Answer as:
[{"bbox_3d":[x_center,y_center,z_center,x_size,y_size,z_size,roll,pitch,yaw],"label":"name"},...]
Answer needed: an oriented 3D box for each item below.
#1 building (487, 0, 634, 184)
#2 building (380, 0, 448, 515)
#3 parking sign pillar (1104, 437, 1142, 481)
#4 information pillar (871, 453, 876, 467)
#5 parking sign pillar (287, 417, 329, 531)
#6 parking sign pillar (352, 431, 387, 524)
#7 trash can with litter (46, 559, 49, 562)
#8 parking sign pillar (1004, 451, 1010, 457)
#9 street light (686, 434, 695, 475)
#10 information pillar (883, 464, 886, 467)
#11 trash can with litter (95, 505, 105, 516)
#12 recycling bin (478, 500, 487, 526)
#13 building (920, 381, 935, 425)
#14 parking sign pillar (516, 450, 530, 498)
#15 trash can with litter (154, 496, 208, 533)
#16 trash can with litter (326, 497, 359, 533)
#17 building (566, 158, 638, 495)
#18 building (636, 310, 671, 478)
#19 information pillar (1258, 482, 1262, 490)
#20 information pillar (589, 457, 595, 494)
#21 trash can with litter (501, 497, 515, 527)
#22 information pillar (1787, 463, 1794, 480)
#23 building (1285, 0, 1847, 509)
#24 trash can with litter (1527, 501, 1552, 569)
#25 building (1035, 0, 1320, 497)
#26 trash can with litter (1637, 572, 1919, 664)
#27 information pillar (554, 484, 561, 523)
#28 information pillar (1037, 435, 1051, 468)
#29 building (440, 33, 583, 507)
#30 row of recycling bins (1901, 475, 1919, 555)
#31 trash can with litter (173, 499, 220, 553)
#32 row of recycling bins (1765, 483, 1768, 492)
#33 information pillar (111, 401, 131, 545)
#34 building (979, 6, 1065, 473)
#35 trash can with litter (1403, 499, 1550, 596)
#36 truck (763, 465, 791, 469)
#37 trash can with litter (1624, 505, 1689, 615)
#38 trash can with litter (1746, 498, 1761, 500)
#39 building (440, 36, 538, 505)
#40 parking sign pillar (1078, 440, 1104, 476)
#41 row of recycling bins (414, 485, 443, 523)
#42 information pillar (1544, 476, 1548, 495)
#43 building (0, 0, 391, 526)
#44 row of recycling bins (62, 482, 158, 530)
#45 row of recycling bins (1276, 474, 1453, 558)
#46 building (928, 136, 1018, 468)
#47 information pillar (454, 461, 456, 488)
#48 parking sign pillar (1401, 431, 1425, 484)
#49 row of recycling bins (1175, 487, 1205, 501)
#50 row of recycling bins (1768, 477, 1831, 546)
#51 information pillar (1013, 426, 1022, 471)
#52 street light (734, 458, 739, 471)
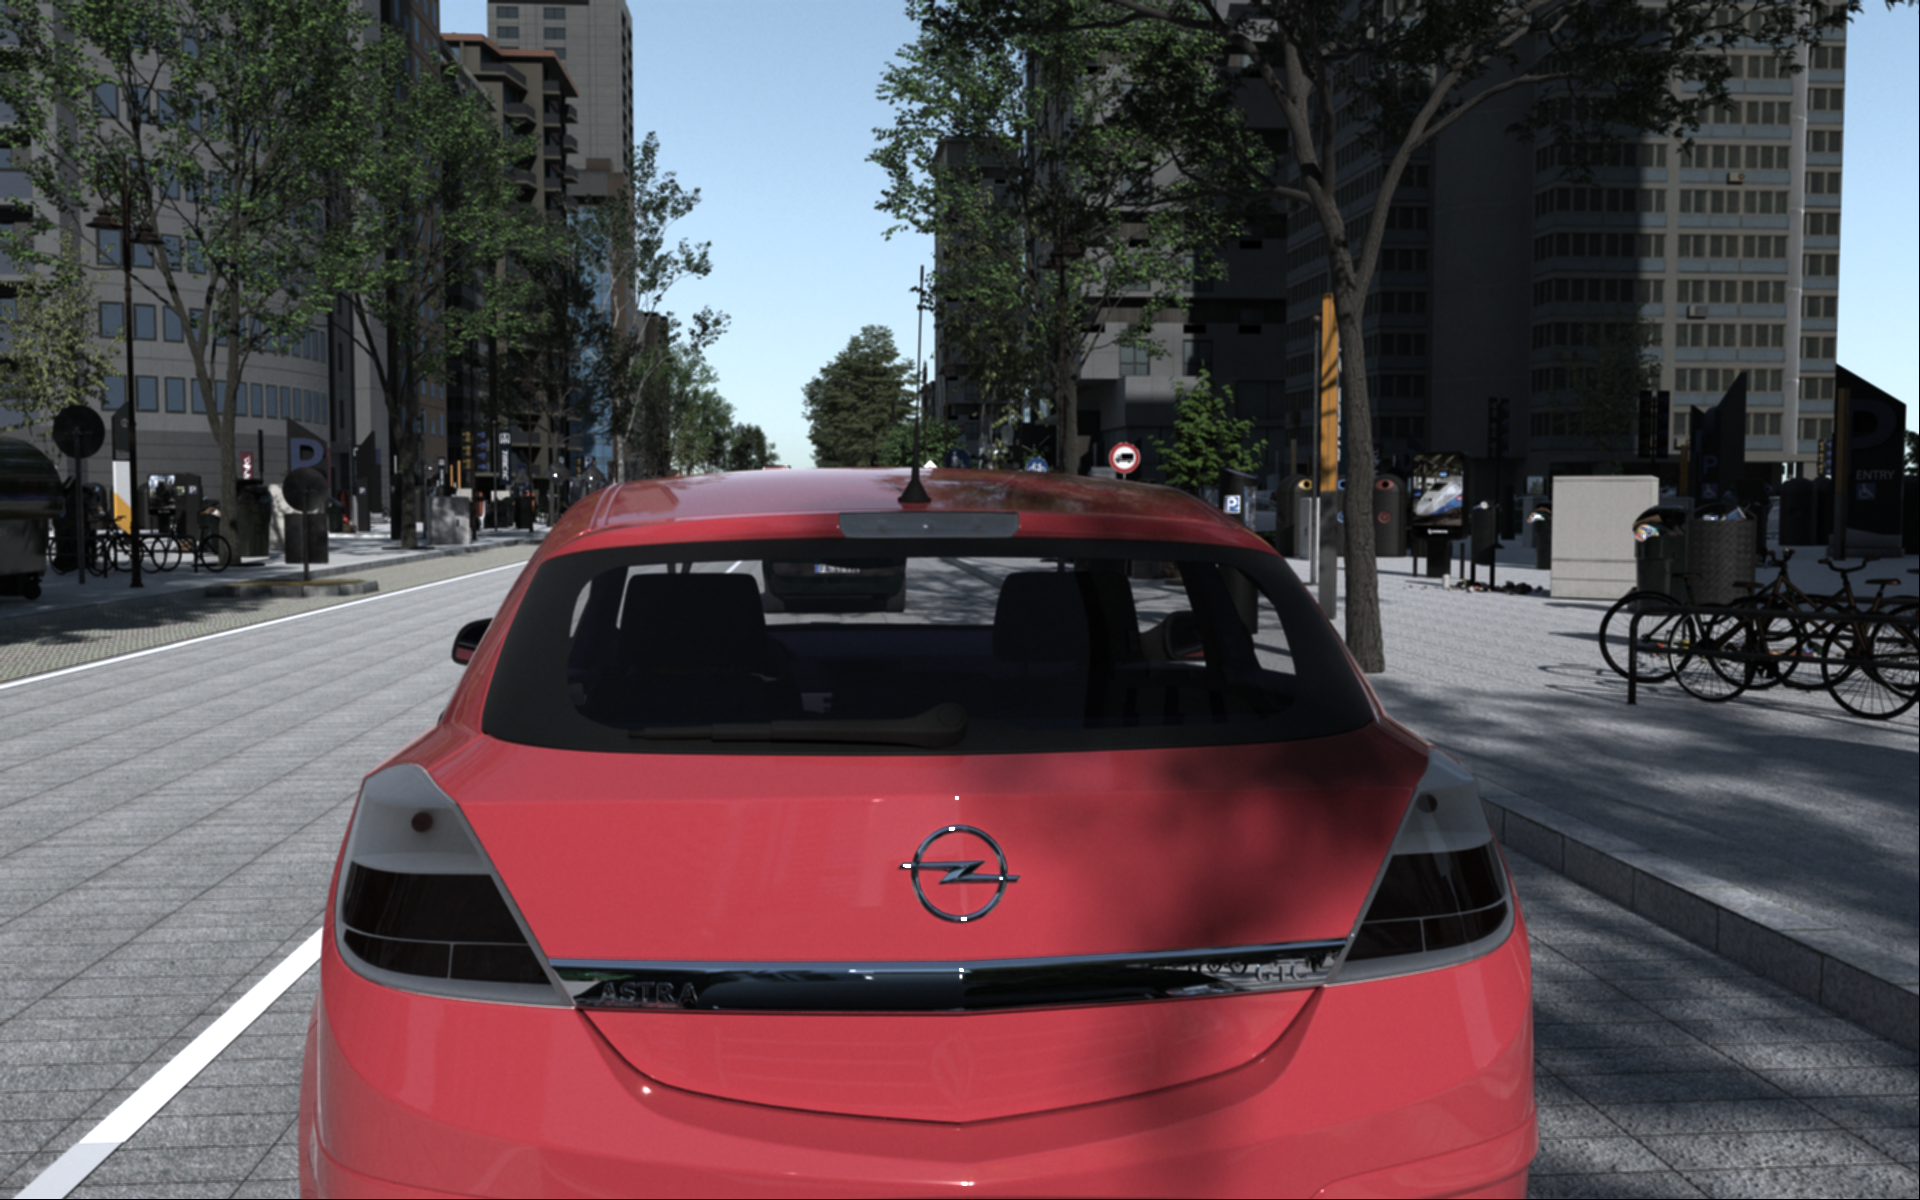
[{"bbox_3d":[-55.669,-49.706,250.949,20.563,71.187,20.611,0,4,-5],"label":"building"},{"bbox_3d":[-41.761,-28.197,111.131,14.600,45.320,14.200,0,4,-5],"label":"building"},{"bbox_3d":[7.932,-5.716,81.926,1.447,3.967,1.447,-2,4,-29],"label":"parking sign pillar"},{"bbox_3d":[-4.854,-6.488,97.425,0.183,3.616,0.504,2,4,31],"label":"information pillar"},{"bbox_3d":[-22.699,-4.394,60.320,1.447,3.967,1.447,-2,4,-25],"label":"parking sign pillar"},{"bbox_3d":[-25.450,-5.264,74.532,1.447,3.967,1.447,3,4,39],"label":"parking sign pillar"},{"bbox_3d":[-17.617,-1.289,32.133,2.233,1.210,1.678,2,4,24],"label":"trash can with litter"},{"bbox_3d":[2.430,-7.218,106.480,1.447,3.967,1.447,0,4,-6],"label":"parking sign pillar"},{"bbox_3d":[-20.811,-9.914,134.873,0.468,5.910,1.993,0,4,-5],"label":"street light"},{"bbox_3d":[-5.357,-8.095,123.709,0.183,3.616,0.504,-3,5,-41],"label":"information pillar"},{"bbox_3d":[-20.077,-1.730,39.679,0.624,1.170,1.055,0,4,-7],"label":"trash can with litter"},{"bbox_3d":[-19.662,-3.545,70.513,0.722,1.027,0.722,0,4,-7],"label":"recycling bin"},{"bbox_3d":[8.199,-26.605,280.035,27.650,21.520,28.899,0,4,-5],"label":"building"},{"bbox_3d":[-26.725,-7.194,106.086,1.447,3.967,1.447,-3,4,-38],"label":"parking sign pillar"},{"bbox_3d":[-26.343,-2.903,58.515,1.678,1.210,2.233,-2,4,-28],"label":"trash can with litter"},{"bbox_3d":[-20.339,-2.796,57.099,1.055,1.170,0.624,1,4,11],"label":"trash can with litter"},{"bbox_3d":[-51.458,-35.731,234.311,14.600,45.320,14.200,0,4,-5],"label":"building"},{"bbox_3d":[-52.887,-30.488,270.172,14.160,30.474,14.107,0,4,-5],"label":"building"},{"bbox_3d":[18.677,-6.365,108.558,0.304,2.012,0.304,-2,4,-30],"label":"information pillar"},{"bbox_3d":[-23.173,-7.205,109.161,0.504,3.616,0.183,2,4,28],"label":"information pillar"},{"bbox_3d":[-17.778,-3.452,67.835,0.624,1.170,1.055,1,4,8],"label":"trash can with litter"},{"bbox_3d":[45.503,-6.337,94.964,0.504,3.616,0.183,-2,4,-30],"label":"information pillar"},{"bbox_3d":[31.086,-24.345,89.930,23.993,40.220,32.217,0,4,-5],"label":"building"},{"bbox_3d":[10.098,-1.118,29.674,0.624,1.170,1.055,2,4,26],"label":"trash can with litter"},{"bbox_3d":[20.171,-32.546,121.371,28.713,52.752,27.495,0,4,-5],"label":"building"},{"bbox_3d":[6.389,-0.154,13.575,2.233,1.210,1.678,1,4,16],"label":"trash can with litter"},{"bbox_3d":[-17.522,-4.327,75.230,0.304,2.012,0.304,0,4,6],"label":"information pillar"},{"bbox_3d":[3.375,-4.744,68.924,0.504,3.616,0.183,-1,4,-13],"label":"information pillar"},{"bbox_3d":[-49.000,-31.402,168.049,22.147,44.769,28.867,0,4,-5],"label":"building"},{"bbox_3d":[20.593,-1.902,38.215,1.069,1.692,3.534,1,4,14],"label":"row of recycling bins"},{"bbox_3d":[-16.549,-1.606,37.645,1.055,1.170,0.624,-1,4,-10],"label":"trash can with litter"},{"bbox_3d":[29.857,-3.449,63.503,3.534,1.692,1.069,0,4,-1],"label":"row of recycling bins"},{"bbox_3d":[-21.031,-3.189,43.492,0.183,3.616,0.504,1,4,22],"label":"information pillar"},{"bbox_3d":[14.567,-53.079,180.517,22.319,86.520,31.000,0,4,-5],"label":"building"},{"bbox_3d":[6.992,-0.718,22.799,1.678,1.210,2.233,-1,4,-13],"label":"trash can with litter"},{"bbox_3d":[-17.828,-10.978,168.406,2.839,4.237,11.283,0,4,-4],"label":"truck"},{"bbox_3d":[7.387,-0.440,18.581,0.624,1.170,1.055,0,4,3],"label":"trash can with litter"},{"bbox_3d":[13.606,-1.197,30.621,2.233,1.210,1.678,-1,4,-14],"label":"trash can with litter"},{"bbox_3d":[-52.220,-27.496,141.443,32.217,40.220,23.993,0,4,-5],"label":"building"},{"bbox_3d":[6.510,-5.965,86.005,1.447,3.967,1.447,-2,4,-24],"label":"parking sign pillar"},{"bbox_3d":[-24.208,-4.375,78.637,3.534,1.692,1.069,3,5,42],"label":"row of recycling bins"},{"bbox_3d":[24.280,-4.142,72.216,0.304,2.012,0.304,0,4,-7],"label":"information pillar"},{"bbox_3d":[-41.527,-32.997,81.493,21.231,58.520,28.212,0,4,-5],"label":"building"},{"bbox_3d":[-30.469,-3.350,61.892,3.534,1.692,1.069,-1,4,-20],"label":"row of recycling bins"},{"bbox_3d":[8.271,-1.738,35.528,3.534,1.692,1.069,1,4,12],"label":"row of recycling bins"},{"bbox_3d":[10.635,-40.458,250.726,28.713,52.752,27.495,0,4,-5],"label":"building"},{"bbox_3d":[-36.202,-8.126,124.219,0.183,3.616,0.504,-1,4,-13],"label":"information pillar"},{"bbox_3d":[19.231,-5.206,73.598,1.447,3.967,1.447,-1,4,-14],"label":"parking sign pillar"},{"bbox_3d":[9.262,-3.828,69.695,1.069,1.692,3.534,0,4,-2],"label":"row of recycling bins"},{"bbox_3d":[22.079,-2.246,43.831,3.534,1.692,1.069,-2,4,-31],"label":"row of recycling bins"},{"bbox_3d":[1.984,-4.182,59.735,0.183,3.616,0.504,-2,4,-29],"label":"information pillar"},{"bbox_3d":[-27.742,-14.935,216.973,0.468,5.910,1.993,0,4,-5],"label":"street light"}]
